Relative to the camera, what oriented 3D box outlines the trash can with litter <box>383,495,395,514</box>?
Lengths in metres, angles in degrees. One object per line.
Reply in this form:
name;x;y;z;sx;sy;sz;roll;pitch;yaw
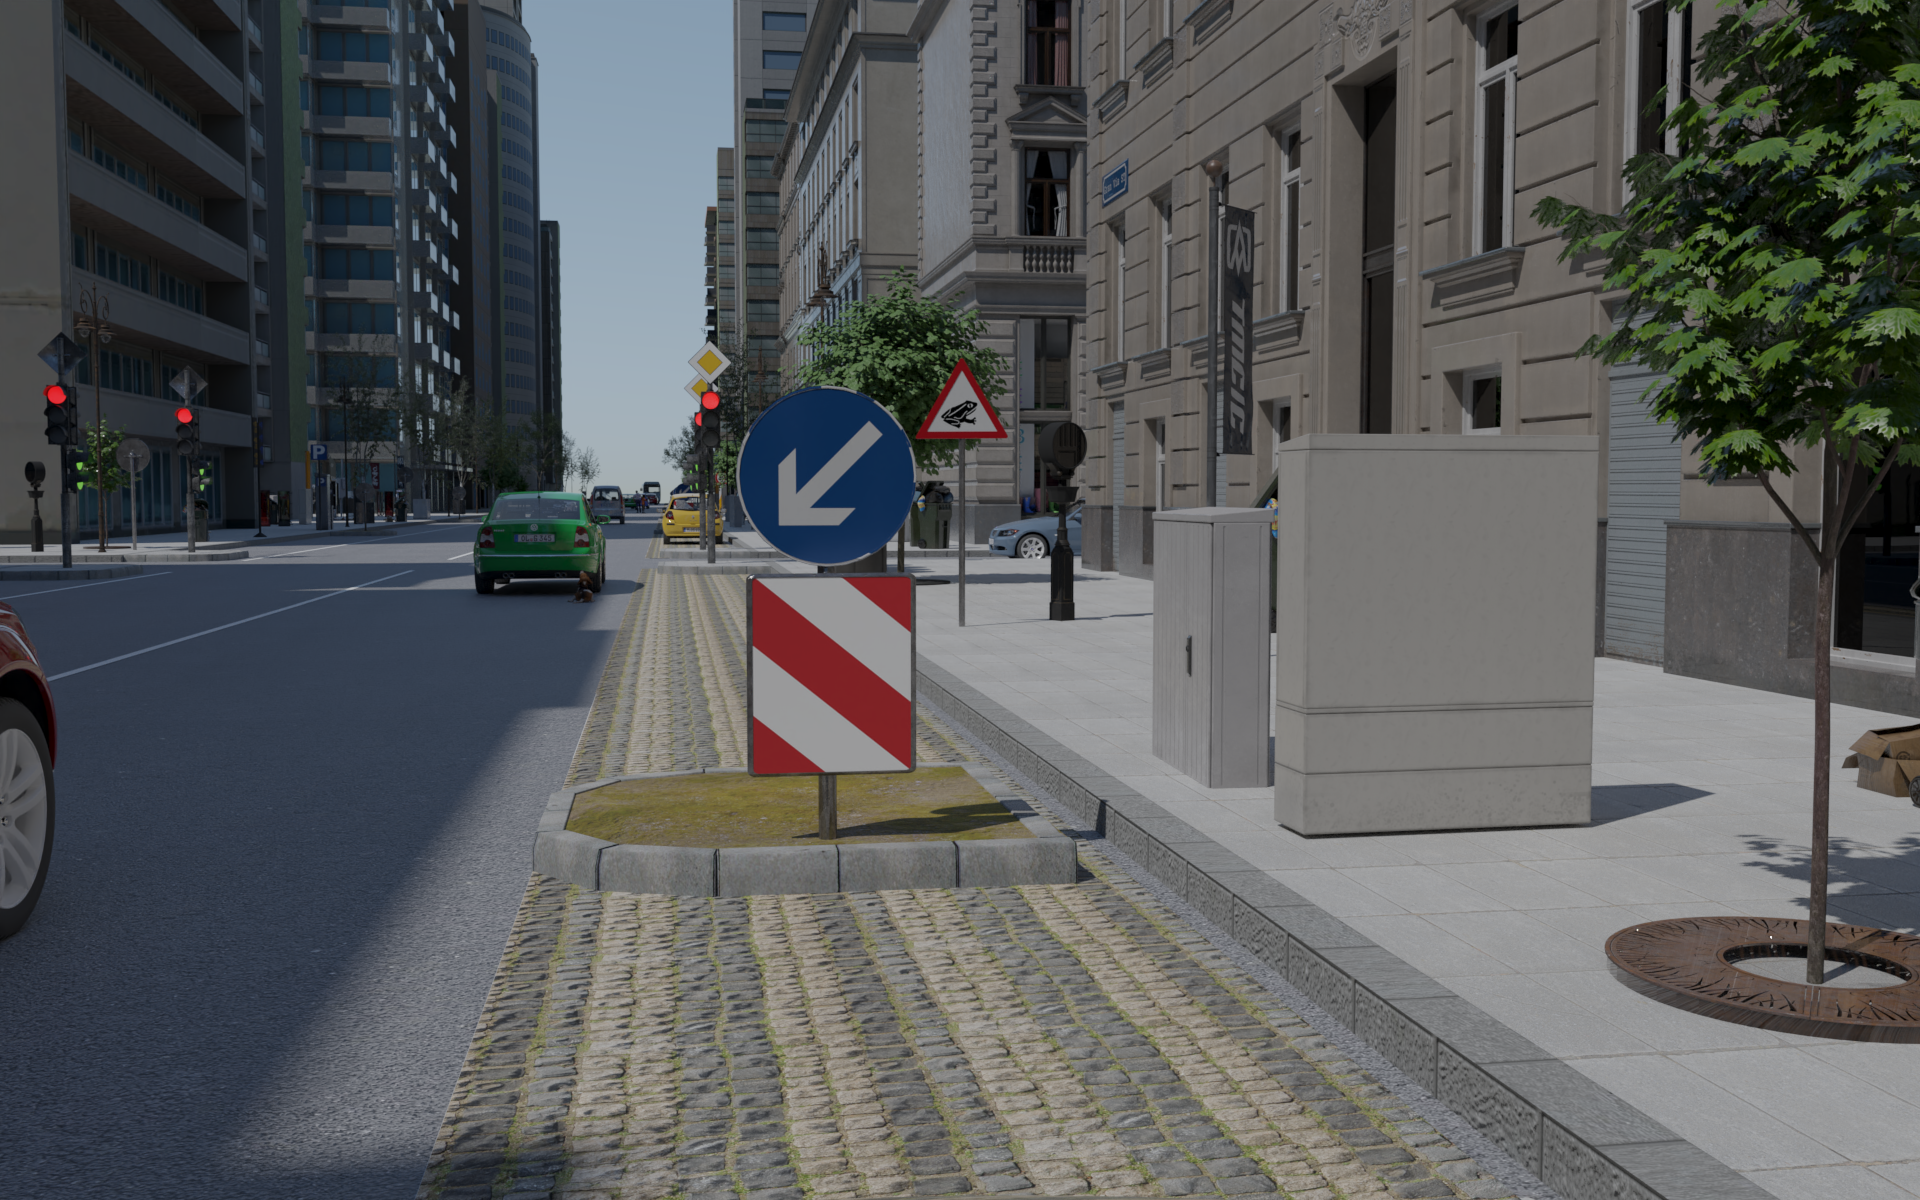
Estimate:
trash can with litter;-36.218;-6.041;109.829;2.233;1.210;1.678;-2;4;-24

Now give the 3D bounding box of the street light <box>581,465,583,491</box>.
street light;-55.535;-17.243;254.701;0.468;5.910;1.993;-1;4;-10

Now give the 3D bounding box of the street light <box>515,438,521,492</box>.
street light;-36.782;-10.478;144.110;0.468;5.910;1.993;-1;4;-10

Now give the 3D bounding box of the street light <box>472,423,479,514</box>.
street light;-31.629;-8.593;113.283;0.468;5.910;1.993;-1;4;-10

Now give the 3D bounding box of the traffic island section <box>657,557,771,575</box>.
traffic island section;-4.564;-0.593;31.980;2.009;0.180;2.903;-1;4;-10

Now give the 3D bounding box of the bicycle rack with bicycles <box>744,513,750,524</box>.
bicycle rack with bicycles;-8.183;-3.786;75.276;2.852;0.926;2.925;-1;4;-17

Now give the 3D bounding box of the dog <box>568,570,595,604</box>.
dog;-5.092;-0.175;23.062;0.550;0.427;0.748;2;4;27

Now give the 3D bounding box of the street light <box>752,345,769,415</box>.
street light;-6.212;-4.964;53.949;0.468;5.910;1.993;-1;4;-10

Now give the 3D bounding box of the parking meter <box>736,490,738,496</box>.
parking meter;-14.604;-6.537;112.586;0.399;1.863;0.255;-3;4;-37

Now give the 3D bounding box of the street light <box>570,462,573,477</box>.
street light;-50.392;-15.416;224.841;0.468;5.910;1.993;-1;4;-10

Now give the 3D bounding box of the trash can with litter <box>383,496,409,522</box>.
trash can with litter;-25.847;-4.156;79.331;1.055;1.170;0.624;-3;4;-36

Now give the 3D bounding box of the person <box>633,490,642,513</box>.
person;-24.566;-7.489;131.879;0.756;1.711;0.436;-1;4;-21

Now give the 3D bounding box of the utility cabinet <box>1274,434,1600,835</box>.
utility cabinet;1.816;0.125;6.639;1.173;1.500;0.318;-1;4;-11

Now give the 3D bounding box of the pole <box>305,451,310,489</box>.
pole;-30.893;-5.397;82.082;0.158;3.312;0.155;0;3;0

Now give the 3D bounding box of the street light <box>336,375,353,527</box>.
street light;-23.912;-5.788;67.418;0.468;5.910;1.993;-1;4;-10

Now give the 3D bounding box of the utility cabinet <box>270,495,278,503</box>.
utility cabinet;-31.249;-4.094;78.102;1.020;1.237;0.306;1;4;22

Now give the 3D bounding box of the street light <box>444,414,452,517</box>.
street light;-28.970;-7.658;97.998;0.468;5.910;1.993;-1;4;-10

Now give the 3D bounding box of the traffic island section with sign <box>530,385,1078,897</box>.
traffic island section with sign;-0.712;0.094;7.096;1.989;1.847;2.006;-1;4;-10

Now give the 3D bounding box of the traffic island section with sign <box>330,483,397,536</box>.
traffic island section with sign;-20.571;-3.133;59.857;1.989;1.847;2.006;-1;4;-10

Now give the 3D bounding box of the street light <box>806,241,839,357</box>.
street light;-2.525;-3.612;31.840;0.468;5.910;1.993;-1;4;-10

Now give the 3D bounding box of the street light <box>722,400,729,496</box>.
street light;-11.316;-6.813;84.180;0.468;5.910;1.993;-1;4;-10

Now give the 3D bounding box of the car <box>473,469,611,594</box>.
car;-6.336;-1.076;26.394;1.959;1.807;4.718;-1;4;-10

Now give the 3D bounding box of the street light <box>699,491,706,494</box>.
street light;-19.058;-9.579;129.403;0.468;5.910;1.993;-1;4;-10

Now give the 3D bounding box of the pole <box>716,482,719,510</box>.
pole;-14.140;-6.544;100.845;0.158;3.312;0.155;0;3;0

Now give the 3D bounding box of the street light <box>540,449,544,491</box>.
street light;-41.916;-12.303;173.948;0.468;5.910;1.993;-1;4;-10

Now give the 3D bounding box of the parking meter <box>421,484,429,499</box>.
parking meter;-31.425;-5.873;101.731;0.399;1.863;0.255;0;4;1

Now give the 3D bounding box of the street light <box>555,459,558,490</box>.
street light;-45.497;-13.607;195.267;0.468;5.910;1.993;-1;4;-10

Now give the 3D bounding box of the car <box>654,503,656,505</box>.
car;-41.941;-13.578;234.006;2.014;1.417;4.499;-1;4;-9

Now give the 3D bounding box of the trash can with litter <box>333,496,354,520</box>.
trash can with litter;-30.410;-4.520;84.954;2.233;1.210;1.678;-2;4;-27

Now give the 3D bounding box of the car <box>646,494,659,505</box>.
car;-40.718;-13.397;228.082;2.155;1.783;4.494;0;4;-8

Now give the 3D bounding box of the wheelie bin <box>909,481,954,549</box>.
wheelie bin;-0.554;-1.997;40.557;0.693;1.594;0.980;3;4;36

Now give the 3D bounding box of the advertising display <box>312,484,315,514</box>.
advertising display;-41.063;-6.399;109.834;0.123;1.923;0.974;0;4;-4

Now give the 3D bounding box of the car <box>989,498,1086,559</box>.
car;2.842;-1.488;36.336;4.499;1.417;2.014;0;4;-8

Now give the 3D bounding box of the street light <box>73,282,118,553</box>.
street light;-18.845;-3.981;37.873;0.468;5.910;1.993;-1;4;-10

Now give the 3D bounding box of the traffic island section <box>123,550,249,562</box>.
traffic island section;-16.879;-0.962;38.014;2.009;0.180;2.903;-1;4;-10

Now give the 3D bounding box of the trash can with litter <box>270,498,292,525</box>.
trash can with litter;-28.477;-3.724;72.279;1.055;1.170;0.624;-2;4;-31

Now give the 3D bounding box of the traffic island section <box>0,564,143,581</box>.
traffic island section;-15.552;-0.481;30.139;2.009;0.180;2.903;-1;4;-10

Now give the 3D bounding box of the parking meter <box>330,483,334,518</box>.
parking meter;-31.539;-4.946;86.576;0.255;1.863;0.399;1;4;22

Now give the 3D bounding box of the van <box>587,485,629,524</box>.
van;-17.027;-4.686;83.626;2.013;2.044;4.112;-1;4;-11

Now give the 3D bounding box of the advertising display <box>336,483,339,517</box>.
advertising display;-35.275;-5.654;97.654;0.123;1.923;0.974;-3;5;-42

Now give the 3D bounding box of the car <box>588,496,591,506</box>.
car;-35.790;-9.831;170.954;2.015;1.641;3.980;-1;4;-9

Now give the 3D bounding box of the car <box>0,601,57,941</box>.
car;-3.820;0.298;3.808;2.281;1.827;5.304;0;4;-8

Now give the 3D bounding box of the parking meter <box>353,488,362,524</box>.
parking meter;-25.631;-3.995;73.735;0.372;1.533;0.369;0;3;0

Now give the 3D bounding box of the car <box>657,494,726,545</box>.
car;-7.769;-2.446;50.222;2.015;1.641;3.980;-1;4;-10

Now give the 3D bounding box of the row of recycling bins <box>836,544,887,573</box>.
row of recycling bins;-1.795;-1.347;29.143;1.069;1.692;3.534;-1;4;-9

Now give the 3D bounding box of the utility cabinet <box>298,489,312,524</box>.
utility cabinet;-27.587;-3.929;72.915;0.318;1.500;1.173;-1;4;-10

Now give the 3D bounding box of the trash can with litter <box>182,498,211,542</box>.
trash can with litter;-20.463;-2.146;46.479;0.624;1.170;1.055;-1;4;-17

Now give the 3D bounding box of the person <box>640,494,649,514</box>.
person;-23.250;-7.066;127.291;0.557;1.426;1.065;-3;5;-44

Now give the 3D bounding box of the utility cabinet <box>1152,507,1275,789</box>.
utility cabinet;1.144;0.192;8.021;0.306;1.237;1.020;0;4;-8

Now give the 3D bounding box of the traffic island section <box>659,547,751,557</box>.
traffic island section;-5.891;-1.075;39.854;2.009;0.180;2.903;-1;4;-10

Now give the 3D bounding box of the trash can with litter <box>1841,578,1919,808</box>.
trash can with litter;4.056;0.260;7.141;0.624;1.170;1.055;0;4;-7

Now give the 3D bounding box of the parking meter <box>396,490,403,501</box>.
parking meter;-34.644;-6.034;107.064;0.372;1.533;0.369;0;3;0

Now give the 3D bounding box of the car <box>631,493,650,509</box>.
car;-31.141;-9.729;168.656;1.945;1.707;3.694;0;4;-8

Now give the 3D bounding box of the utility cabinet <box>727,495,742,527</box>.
utility cabinet;-8.714;-3.433;67.295;0.306;1.237;1.020;-1;4;-19

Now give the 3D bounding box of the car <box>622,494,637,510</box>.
car;-30.031;-9.042;156.638;1.959;1.807;4.718;-1;4;-10

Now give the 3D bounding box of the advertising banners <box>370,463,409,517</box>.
advertising banners;-31.704;-6.117;96.204;2.074;3.025;0.090;0;4;-5

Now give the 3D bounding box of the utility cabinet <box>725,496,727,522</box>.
utility cabinet;-10.788;-4.254;80.707;0.306;1.237;1.020;0;4;-4

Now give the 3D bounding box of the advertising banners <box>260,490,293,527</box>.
advertising banners;-27.399;-4.403;68.172;2.074;3.025;0.090;-2;4;-29

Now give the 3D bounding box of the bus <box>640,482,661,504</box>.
bus;-46.536;-16.255;260.630;2.948;3.499;13.247;-1;4;-12

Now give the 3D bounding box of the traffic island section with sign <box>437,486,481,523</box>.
traffic island section with sign;-25.186;-4.804;87.181;1.989;1.847;2.006;-1;4;-10
